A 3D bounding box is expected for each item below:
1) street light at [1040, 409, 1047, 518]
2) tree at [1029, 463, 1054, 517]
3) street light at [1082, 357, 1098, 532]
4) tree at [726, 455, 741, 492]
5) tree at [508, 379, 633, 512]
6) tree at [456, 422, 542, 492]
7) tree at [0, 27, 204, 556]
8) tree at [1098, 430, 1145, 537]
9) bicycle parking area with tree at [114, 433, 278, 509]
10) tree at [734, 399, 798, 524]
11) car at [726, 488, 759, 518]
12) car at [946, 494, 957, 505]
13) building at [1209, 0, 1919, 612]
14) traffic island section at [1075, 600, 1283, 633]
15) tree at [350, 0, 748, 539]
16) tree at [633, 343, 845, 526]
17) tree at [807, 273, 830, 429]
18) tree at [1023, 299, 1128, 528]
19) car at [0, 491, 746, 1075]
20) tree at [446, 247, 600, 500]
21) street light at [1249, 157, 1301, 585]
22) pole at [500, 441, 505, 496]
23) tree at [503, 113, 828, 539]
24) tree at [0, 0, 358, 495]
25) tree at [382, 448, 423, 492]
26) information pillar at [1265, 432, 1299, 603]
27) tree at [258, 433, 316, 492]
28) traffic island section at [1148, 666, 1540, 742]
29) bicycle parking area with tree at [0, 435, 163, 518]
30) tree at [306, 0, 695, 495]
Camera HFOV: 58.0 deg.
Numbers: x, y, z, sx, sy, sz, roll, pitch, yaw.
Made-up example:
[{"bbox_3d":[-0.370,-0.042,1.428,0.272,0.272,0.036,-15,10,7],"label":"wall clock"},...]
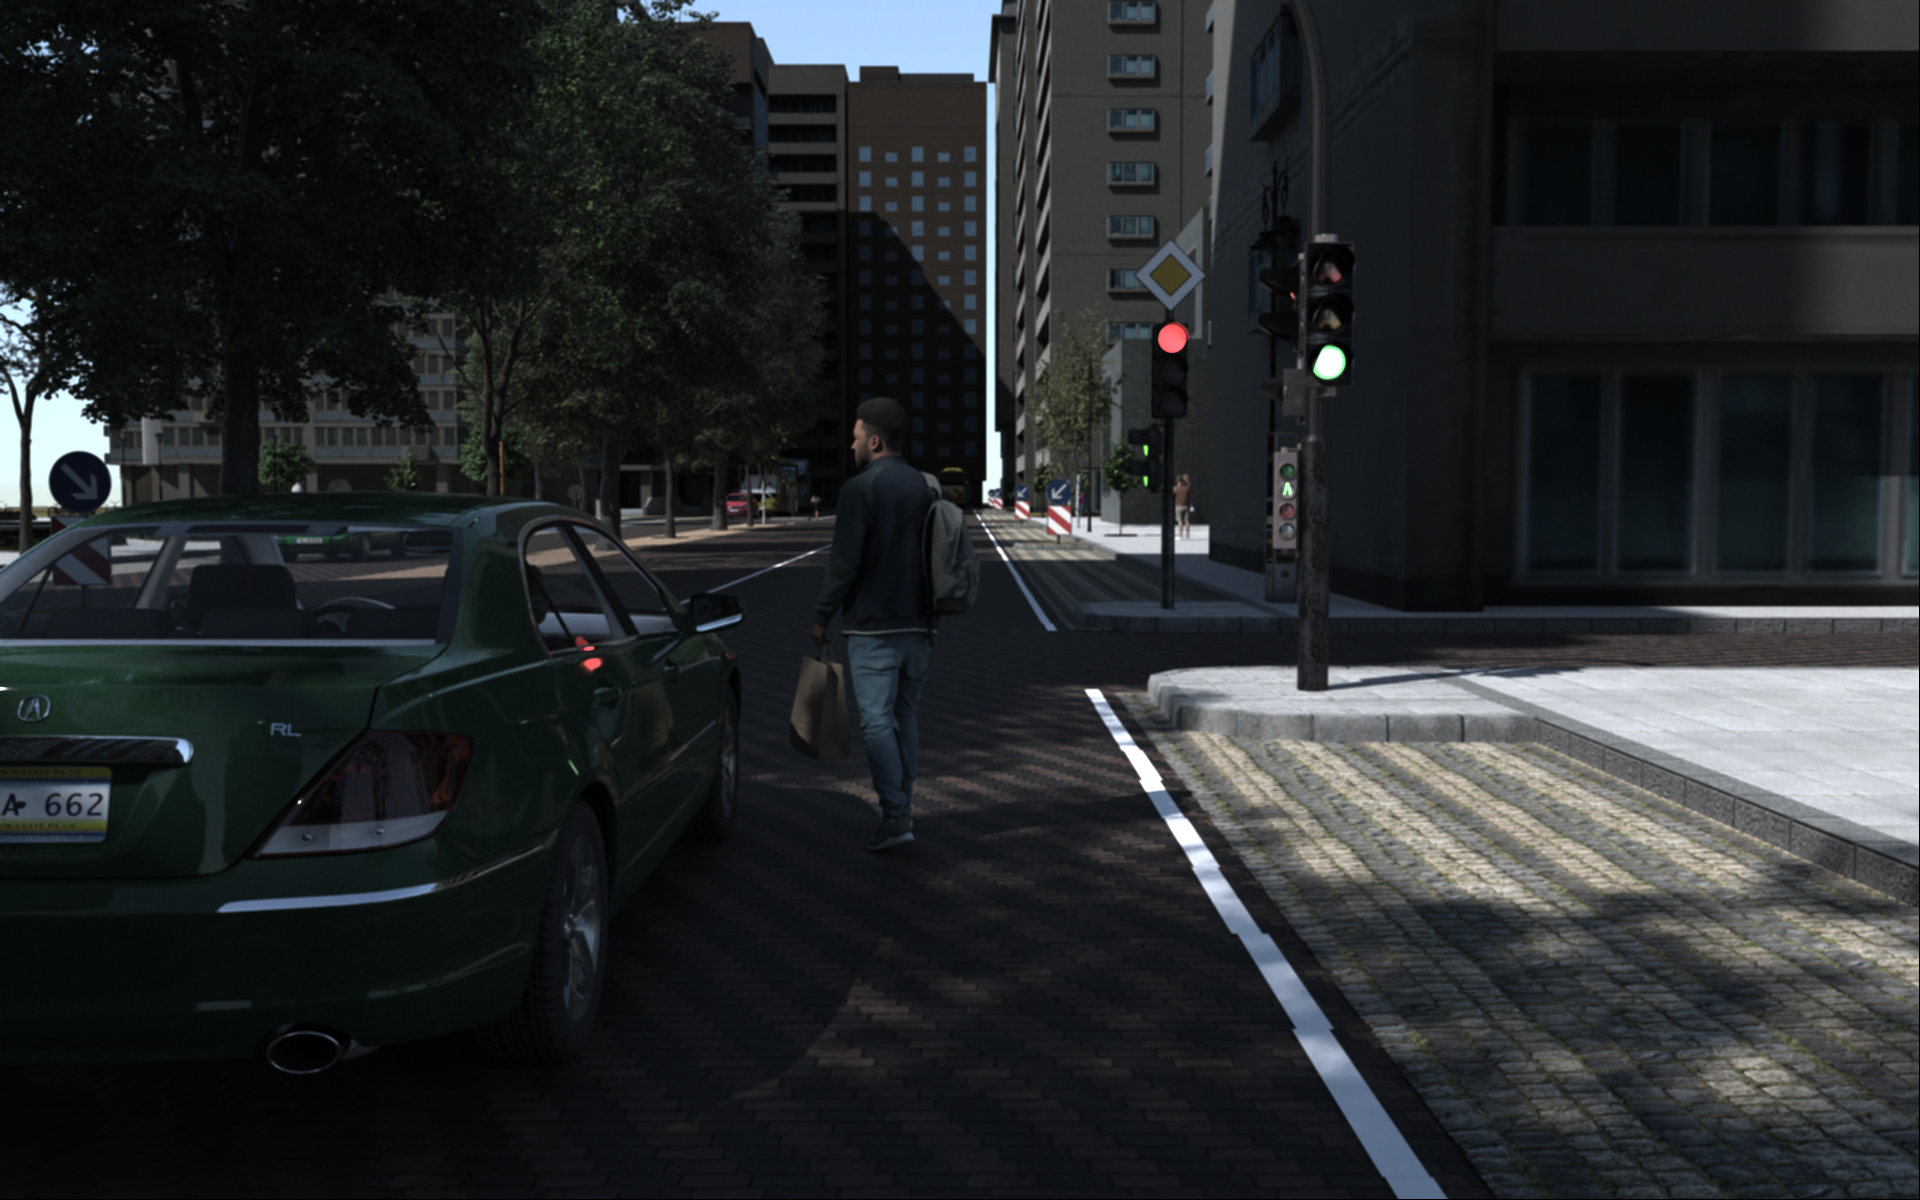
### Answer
[{"bbox_3d":[4.494,-7.387,93.569,0.468,5.910,1.993,0,3,0],"label":"street light"},{"bbox_3d":[4.435,-6.256,96.890,1.663,3.219,1.824,0,3,0],"label":"tree"},{"bbox_3d":[4.397,-5.252,58.652,0.468,5.910,1.993,0,3,0],"label":"street light"},{"bbox_3d":[-19.027,-10.009,147.363,4.285,4.588,4.351,0,3,0],"label":"tree"},{"bbox_3d":[-19.637,-9.471,89.259,7.601,10.594,8.767,1,4,15],"label":"tree"},{"bbox_3d":[-18.951,-5.347,71.139,4.285,4.588,4.351,0,3,0],"label":"tree"},{"bbox_3d":[-19.121,-6.142,34.831,8.767,10.594,7.601,0,4,-5],"label":"tree"},{"bbox_3d":[5.031,-3.555,52.727,1.663,3.219,1.824,0,3,0],"label":"tree"},{"bbox_3d":[-35.801,-5.912,83.661,8.231,4.147,9.016,-1,4,-21],"label":"bicycle parking area with tree"},{"bbox_3d":[-9.339,-7.931,82.498,4.737,8.622,4.395,0,3,0],"label":"tree"},{"bbox_3d":[-12.806,-5.604,100.666,2.155,1.783,4.494,0,4,1],"label":"car"},{"bbox_3d":[-1.171,-6.407,114.548,2.009,1.686,4.222,0,4,-1],"label":"car"},{"bbox_3d":[15.342,-24.723,27.924,21.600,48.544,21.300,0,3,0],"label":"building"},{"bbox_3d":[2.342,0.179,19.360,2.009,0.180,2.903,0,3,0],"label":"traffic island section"},{"bbox_3d":[-8.827,-8.201,43.193,9.857,13.997,8.962,0,3,0],"label":"tree"},{"bbox_3d":[-9.189,-8.521,76.181,8.767,10.594,7.601,0,3,0],"label":"tree"},{"bbox_3d":[-9.407,-9.673,67.265,9.857,13.997,8.962,0,3,0],"label":"tree"},{"bbox_3d":[4.464,-7.077,66.068,4.737,8.622,4.395,0,3,0],"label":"tree"},{"bbox_3d":[-1.858,0.367,5.797,2.131,1.459,4.920,0,3,0],"label":"car"},{"bbox_3d":[-19.629,-9.838,78.986,7.486,12.596,7.792,0,3,0],"label":"tree"},{"bbox_3d":[4.375,-3.145,24.216,0.468,5.910,1.993,0,3,0],"label":"street light"},{"bbox_3d":[-17.701,-4.471,66.939,0.158,3.312,0.155,0,3,0],"label":"pole"},{"bbox_3d":[-9.316,-8.716,55.333,12.009,13.543,11.850,0,3,0],"label":"tree"},{"bbox_3d":[-9.540,-6.940,22.587,9.857,13.997,8.962,0,3,0],"label":"tree"},{"bbox_3d":[-22.538,-4.678,71.087,1.663,3.219,1.824,0,3,0],"label":"tree"},{"bbox_3d":[3.812,-0.980,20.519,0.304,2.012,0.304,-1,4,-8],"label":"information pillar"},{"bbox_3d":[-36.203,-6.662,92.642,4.285,4.588,4.351,0,3,0],"label":"tree"},{"bbox_3d":[2.325,0.667,11.375,2.009,0.180,2.903,0,3,0],"label":"traffic island section"},{"bbox_3d":[-46.008,-6.296,89.935,8.231,4.147,9.016,1,4,18],"label":"bicycle parking area with tree"},{"bbox_3d":[-8.992,-6.427,33.291,9.928,11.665,9.643,0,3,0],"label":"tree"}]
